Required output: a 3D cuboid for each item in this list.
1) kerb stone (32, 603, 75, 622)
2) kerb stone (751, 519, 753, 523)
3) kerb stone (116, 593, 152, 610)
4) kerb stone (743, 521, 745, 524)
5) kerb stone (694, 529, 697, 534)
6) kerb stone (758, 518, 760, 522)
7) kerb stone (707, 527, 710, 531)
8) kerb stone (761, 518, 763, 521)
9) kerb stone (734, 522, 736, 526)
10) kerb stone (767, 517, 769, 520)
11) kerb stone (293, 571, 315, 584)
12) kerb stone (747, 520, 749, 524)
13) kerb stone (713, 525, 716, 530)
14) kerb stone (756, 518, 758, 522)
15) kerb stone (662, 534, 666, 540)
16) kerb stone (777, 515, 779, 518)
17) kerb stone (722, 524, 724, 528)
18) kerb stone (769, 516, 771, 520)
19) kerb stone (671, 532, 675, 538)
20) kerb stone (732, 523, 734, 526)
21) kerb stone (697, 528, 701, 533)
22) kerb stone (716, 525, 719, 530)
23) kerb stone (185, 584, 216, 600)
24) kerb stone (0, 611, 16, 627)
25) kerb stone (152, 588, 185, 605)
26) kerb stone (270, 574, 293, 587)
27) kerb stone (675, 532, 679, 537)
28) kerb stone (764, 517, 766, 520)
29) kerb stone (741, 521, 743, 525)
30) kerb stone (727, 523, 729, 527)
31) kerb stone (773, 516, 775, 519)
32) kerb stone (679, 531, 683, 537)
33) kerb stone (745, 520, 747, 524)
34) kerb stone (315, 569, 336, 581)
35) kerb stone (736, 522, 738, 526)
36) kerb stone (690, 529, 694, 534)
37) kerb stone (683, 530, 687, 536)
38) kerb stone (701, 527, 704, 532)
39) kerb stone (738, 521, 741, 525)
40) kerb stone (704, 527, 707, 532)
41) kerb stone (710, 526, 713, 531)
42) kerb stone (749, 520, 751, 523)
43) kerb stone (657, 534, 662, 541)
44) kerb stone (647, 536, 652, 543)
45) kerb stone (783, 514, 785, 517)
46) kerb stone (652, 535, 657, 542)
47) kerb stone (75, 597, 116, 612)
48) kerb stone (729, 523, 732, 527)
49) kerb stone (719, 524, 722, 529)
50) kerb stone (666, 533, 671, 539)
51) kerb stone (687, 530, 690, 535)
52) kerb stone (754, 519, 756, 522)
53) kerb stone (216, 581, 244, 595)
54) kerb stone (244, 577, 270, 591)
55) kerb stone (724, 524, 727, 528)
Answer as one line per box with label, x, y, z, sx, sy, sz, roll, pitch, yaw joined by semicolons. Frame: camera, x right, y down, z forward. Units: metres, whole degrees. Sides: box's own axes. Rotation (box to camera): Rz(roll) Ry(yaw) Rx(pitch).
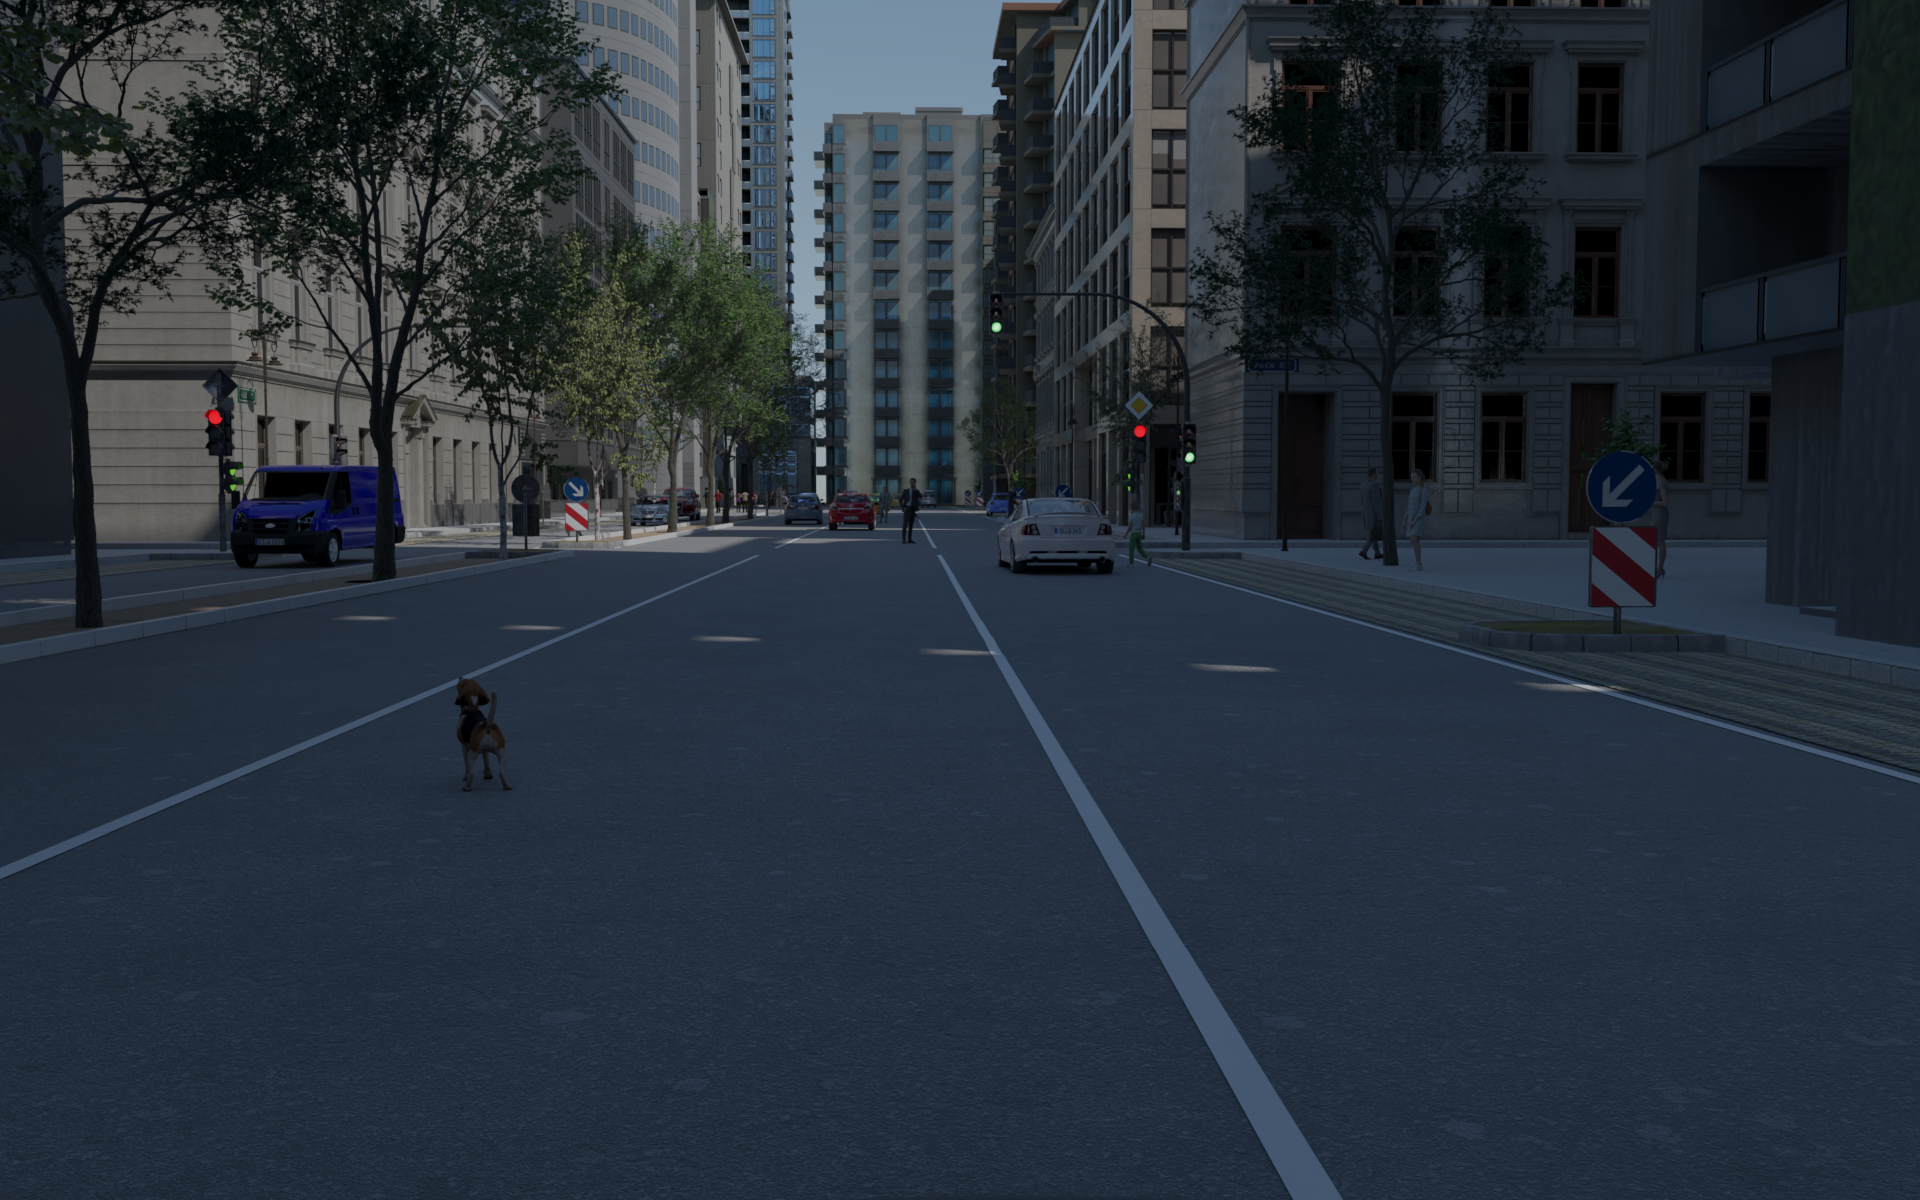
kerb stone;-10.374;0.155;19.663;0.120;0.150;1.000;0;4;-2
kerb stone;-10.389;-3.828;84.824;0.120;0.150;1.000;0;4;-2
kerb stone;-10.441;0.029;21.716;0.120;0.150;1.000;0;4;-2
kerb stone;-10.250;-3.580;80.727;0.120;0.150;1.000;0;4;-2
kerb stone;-9.653;-2.449;62.289;0.120;0.150;1.000;0;4;-2
kerb stone;-10.524;-4.078;88.935;0.120;0.150;1.000;0;4;-2
kerb stone;-9.791;-2.703;66.388;0.120;0.150;1.000;0;4;-2
kerb stone;-10.589;-4.206;90.978;0.120;0.150;1.000;0;4;-2
kerb stone;-10.119;-3.321;76.636;0.120;0.150;1.000;0;4;-2
kerb stone;-10.722;-4.458;95.083;0.120;0.150;1.000;0;4;-2
kerb stone;-10.640;-0.346;27.857;0.120;0.150;1.000;0;4;-2
kerb stone;-10.317;-3.705;82.772;0.120;0.150;1.000;0;4;-2
kerb stone;-9.849;-2.821;68.438;0.120;0.150;1.000;0;4;-2
kerb stone;-10.482;-4.019;87.904;0.120;0.150;1.000;0;4;-2
kerb stone;-9.390;-1.946;54.101;0.120;0.150;1.000;0;4;-2
kerb stone;-10.956;-4.897;102.257;0.120;0.150;1.000;0;4;-2
kerb stone;-9.958;-3.016;71.503;0.120;0.150;1.000;0;4;-2
kerb stone;-10.749;-4.517;96.114;0.120;0.150;1.000;0;4;-2
kerb stone;-9.457;-2.076;56.144;0.120;0.150;1.000;0;4;-2
kerb stone;-10.092;-3.262;75.611;0.120;0.150;1.000;0;4;-2
kerb stone;-9.690;-2.515;63.310;0.120;0.150;1.000;0;4;-2
kerb stone;-9.889;-2.891;69.459;0.120;0.150;1.000;0;4;-2
kerb stone;-10.504;-0.096;23.769;0.120;0.150;1.000;0;4;-2
kerb stone;-10.328;0.221;18.642;0.120;0.150;1.000;0;4;-2
kerb stone;-10.476;-0.031;22.739;0.120;0.150;1.000;0;4;-2
kerb stone;-10.608;-0.279;26.836;0.120;0.150;1.000;0;4;-2
kerb stone;-9.489;-2.139;57.173;0.120;0.150;1.000;0;4;-2
kerb stone;-10.650;-4.332;93.022;0.120;0.150;1.000;0;4;-2
kerb stone;-10.218;-3.517;79.705;0.120;0.150;1.000;0;4;-2
kerb stone;-10.017;-3.137;73.564;0.120;0.150;1.000;0;4;-2
kerb stone;-10.858;-4.704;99.184;0.120;0.150;1.000;0;4;-2
kerb stone;-9.520;-2.202;58.195;0.120;0.150;1.000;0;4;-2
kerb stone;-10.297;-3.642;81.750;0.120;0.150;1.000;0;4;-2
kerb stone;-10.673;-0.409;28.886;0.120;0.150;1.000;0;4;-2
kerb stone;-10.158;-3.388;77.657;0.120;0.150;1.000;0;4;-2
kerb stone;-9.624;-2.389;61.262;0.120;0.150;1.000;0;4;-2
kerb stone;-9.552;-2.251;59.219;0.120;0.150;1.000;0;4;-2
kerb stone;-9.724;-2.578;64.337;0.120;0.150;1.000;0;4;-2
kerb stone;-10.191;-3.451;78.682;0.120;0.150;1.000;0;4;-2
kerb stone;-9.754;-2.640;65.361;0.120;0.150;1.000;0;4;-2
kerb stone;-9.825;-2.764;67.415;0.120;0.150;1.000;0;4;-2
kerb stone;-10.356;-3.768;83.800;0.120;0.150;1.000;0;4;-2
kerb stone;-9.355;-1.889;53.079;0.120;0.150;1.000;0;4;-2
kerb stone;-9.292;-1.764;51.036;0.120;0.150;1.000;0;4;-2
kerb stone;-11.115;-5.209;107.397;0.120;0.150;1.000;0;4;-2
kerb stone;-9.318;-1.824;52.058;0.120;0.150;1.000;0;4;-2
kerb stone;-10.402;0.095;20.691;0.120;0.150;1.000;0;4;-2
kerb stone;-10.053;-3.201;74.589;0.120;0.150;1.000;0;4;-2
kerb stone;-9.922;-2.953;70.481;0.120;0.150;1.000;0;4;-2
kerb stone;-9.422;-2.014;55.123;0.120;0.150;1.000;0;4;-2
kerb stone;-9.594;-2.327;60.240;0.120;0.150;1.000;0;4;-2
kerb stone;-10.458;-3.956;86.882;0.120;0.150;1.000;0;4;-2
kerb stone;-10.539;-0.159;24.792;0.120;0.150;1.000;0;4;-2
kerb stone;-10.569;-0.218;25.814;0.120;0.150;1.000;0;4;-2
kerb stone;-9.980;-3.079;72.529;0.120;0.150;1.000;0;4;-2
